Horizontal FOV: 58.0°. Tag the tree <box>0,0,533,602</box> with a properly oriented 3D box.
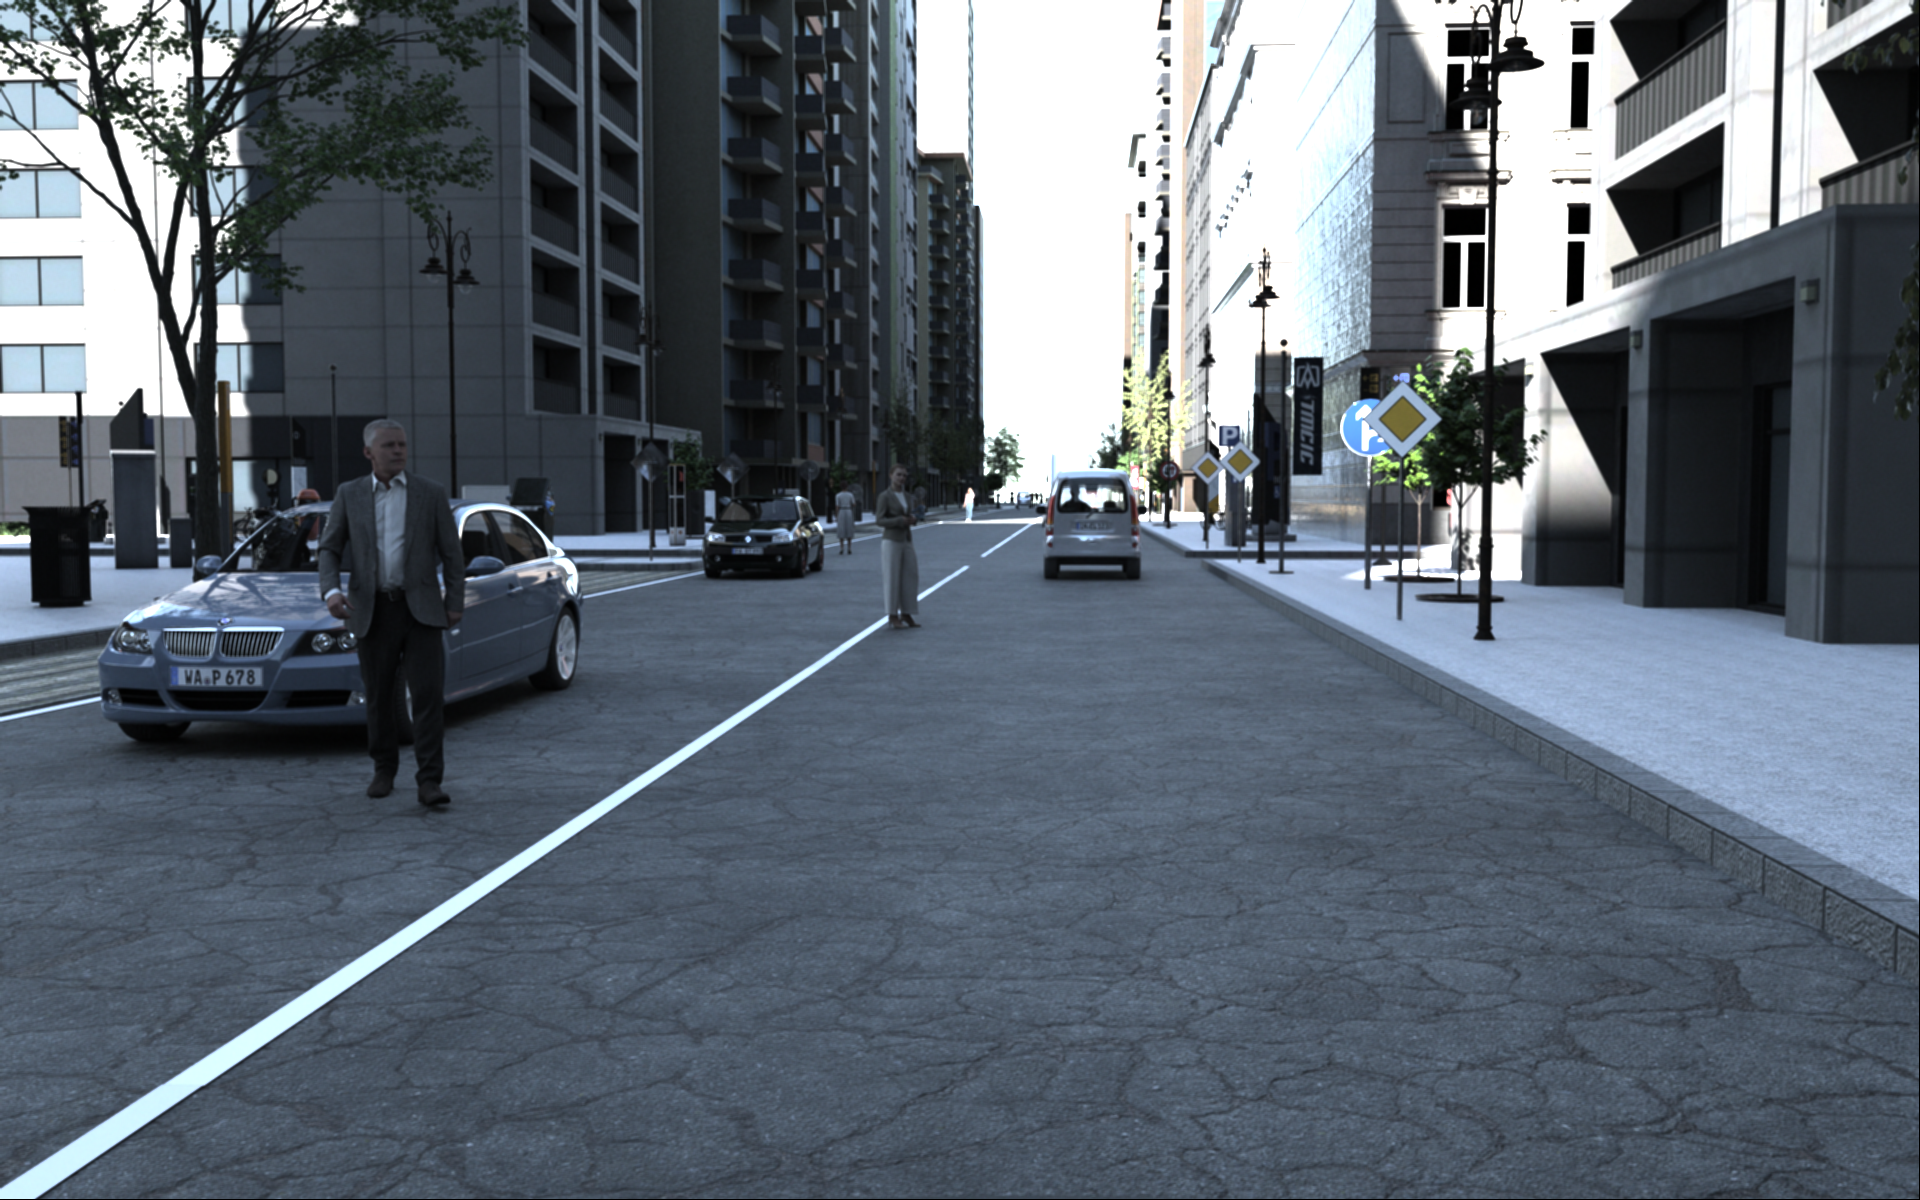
[{"bbox_3d":[-9.136,-5.785,20.345,9.928,11.665,9.643,0,3,0],"label":"tree"}]

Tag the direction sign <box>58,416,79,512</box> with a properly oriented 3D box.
[{"bbox_3d":[-26.057,-3.589,50.685,0.379,3.537,0.876,0,4,6],"label":"direction sign"}]

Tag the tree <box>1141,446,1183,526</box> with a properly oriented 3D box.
[{"bbox_3d":[8.222,-4.648,70.596,1.663,3.219,1.824,0,3,0],"label":"tree"}]

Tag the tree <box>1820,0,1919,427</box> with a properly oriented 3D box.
[{"bbox_3d":[4.460,-3.460,6.940,4.360,8.622,3.978,0,3,0],"label":"tree"}]

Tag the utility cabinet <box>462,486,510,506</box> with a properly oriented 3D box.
[{"bbox_3d":[-12.394,-2.240,45.301,1.173,1.500,0.318,-2,4,-34],"label":"utility cabinet"}]

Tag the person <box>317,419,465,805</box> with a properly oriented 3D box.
[{"bbox_3d":[-2.612,0.053,8.034,0.661,1.777,0.834,-2,4,-26],"label":"person"}]

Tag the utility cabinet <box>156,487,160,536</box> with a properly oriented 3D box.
[{"bbox_3d":[-23.965,-2.551,50.386,1.173,1.500,0.318,-3,4,-36],"label":"utility cabinet"}]

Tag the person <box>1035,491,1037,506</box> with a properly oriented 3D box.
[{"bbox_3d":[9.284,-12.408,211.001,0.705,1.869,1.348,0,4,8],"label":"person"}]

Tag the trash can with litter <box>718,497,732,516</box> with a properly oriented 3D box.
[{"bbox_3d":[-8.859,-3.377,66.598,0.624,1.170,1.055,-3,4,-37],"label":"trash can with litter"}]

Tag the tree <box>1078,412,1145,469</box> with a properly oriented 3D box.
[{"bbox_3d":[17.192,-16.123,198.022,8.767,10.594,7.601,0,4,5],"label":"tree"}]

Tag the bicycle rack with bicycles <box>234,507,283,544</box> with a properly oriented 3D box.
[{"bbox_3d":[-18.426,-1.987,45.866,2.925,0.926,2.852,-1,4,-20],"label":"bicycle rack with bicycles"}]

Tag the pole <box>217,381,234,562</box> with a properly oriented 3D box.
[{"bbox_3d":[-13.284,-2.293,31.338,0.158,3.312,0.155,0,3,0],"label":"pole"}]

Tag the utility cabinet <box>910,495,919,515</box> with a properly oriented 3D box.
[{"bbox_3d":[-2.886,-5.807,106.103,1.020,1.237,0.306,1,4,20],"label":"utility cabinet"}]

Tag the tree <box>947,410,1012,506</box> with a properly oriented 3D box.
[{"bbox_3d":[2.440,-15.809,192.896,7.601,10.594,8.767,1,4,21],"label":"tree"}]

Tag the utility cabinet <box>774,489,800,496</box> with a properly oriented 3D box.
[{"bbox_3d":[-8.082,-4.412,80.807,1.173,1.500,0.318,-1,4,-20],"label":"utility cabinet"}]

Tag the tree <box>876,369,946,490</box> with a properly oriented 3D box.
[{"bbox_3d":[-3.214,-9.267,101.883,4.360,8.622,3.978,0,3,0],"label":"tree"}]

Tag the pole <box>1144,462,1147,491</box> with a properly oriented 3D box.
[{"bbox_3d":[11.921,-7.198,111.536,0.158,3.312,0.155,0,3,0],"label":"pole"}]

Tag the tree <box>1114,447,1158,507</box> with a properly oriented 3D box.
[{"bbox_3d":[12.212,-8.318,119.713,4.285,4.588,4.351,0,3,0],"label":"tree"}]

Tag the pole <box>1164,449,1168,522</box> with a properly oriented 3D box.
[{"bbox_3d":[9.349,-5.178,78.510,0.158,3.312,0.155,0,3,0],"label":"pole"}]

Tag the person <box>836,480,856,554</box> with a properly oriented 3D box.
[{"bbox_3d":[-2.732,-1.972,41.313,0.480,1.755,0.524,-1,4,-10],"label":"person"}]

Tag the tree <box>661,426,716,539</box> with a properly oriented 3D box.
[{"bbox_3d":[-7.877,-3.367,49.656,1.663,3.219,1.824,0,3,0],"label":"tree"}]

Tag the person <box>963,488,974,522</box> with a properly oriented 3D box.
[{"bbox_3d":[0.480,-4.955,90.111,0.593,1.750,0.643,1,4,16],"label":"person"}]

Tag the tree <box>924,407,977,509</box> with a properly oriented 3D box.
[{"bbox_3d":[-1.325,-11.961,145.930,4.737,8.622,4.395,0,3,0],"label":"tree"}]

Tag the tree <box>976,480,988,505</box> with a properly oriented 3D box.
[{"bbox_3d":[3.063,-13.385,213.445,1.663,3.219,1.824,0,3,0],"label":"tree"}]

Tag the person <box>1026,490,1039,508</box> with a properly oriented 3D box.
[{"bbox_3d":[7.278,-10.137,174.205,1.348,1.831,0.705,0,4,3],"label":"person"}]

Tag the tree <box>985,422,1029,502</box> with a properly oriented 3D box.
[{"bbox_3d":[7.277,-21.779,274.210,7.486,12.596,7.792,0,3,0],"label":"tree"}]

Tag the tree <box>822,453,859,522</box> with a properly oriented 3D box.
[{"bbox_3d":[-5.632,-5.236,80.207,1.663,3.219,1.824,0,3,0],"label":"tree"}]

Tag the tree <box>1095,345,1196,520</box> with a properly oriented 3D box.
[{"bbox_3d":[9.621,-8.336,86.658,4.737,8.622,4.395,0,3,0],"label":"tree"}]

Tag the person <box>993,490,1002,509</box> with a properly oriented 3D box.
[{"bbox_3d":[3.618,-9.628,166.001,0.705,1.814,1.350,3,5,41],"label":"person"}]

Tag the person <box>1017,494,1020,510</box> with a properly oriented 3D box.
[{"bbox_3d":[5.378,-8.926,157.663,0.599,1.433,0.991,0,4,-5],"label":"person"}]

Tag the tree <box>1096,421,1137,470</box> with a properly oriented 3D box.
[{"bbox_3d":[15.800,-13.491,170.947,4.360,8.622,3.978,0,3,0],"label":"tree"}]

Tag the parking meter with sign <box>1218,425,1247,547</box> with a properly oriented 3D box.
[{"bbox_3d":[6.807,-2.856,42.954,0.543,3.016,1.738,0,4,-1],"label":"parking meter with sign"}]

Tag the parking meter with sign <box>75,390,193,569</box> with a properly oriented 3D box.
[{"bbox_3d":[-14.204,-2.052,29.812,1.738,3.016,0.543,-2,4,-29],"label":"parking meter with sign"}]

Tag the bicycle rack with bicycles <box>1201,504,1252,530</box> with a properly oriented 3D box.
[{"bbox_3d":[9.855,-2.945,61.534,2.925,0.926,2.852,-1,4,-22],"label":"bicycle rack with bicycles"}]

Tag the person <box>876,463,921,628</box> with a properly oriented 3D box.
[{"bbox_3d":[-0.642,-0.579,18.523,0.362,1.759,0.519,3,5,43],"label":"person"}]

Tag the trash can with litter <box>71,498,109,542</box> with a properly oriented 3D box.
[{"bbox_3d":[-23.162,-2.116,45.980,1.055,1.170,0.624,1,4,15],"label":"trash can with litter"}]

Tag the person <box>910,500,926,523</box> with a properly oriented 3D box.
[{"bbox_3d":[-2.053,-4.393,85.820,1.012,1.151,0.738,-2,4,-26],"label":"person"}]

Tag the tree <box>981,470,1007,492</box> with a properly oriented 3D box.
[{"bbox_3d":[4.431,-14.885,227.077,4.285,4.588,4.351,0,3,0],"label":"tree"}]

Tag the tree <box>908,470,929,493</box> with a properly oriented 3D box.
[{"bbox_3d":[-3.139,-7.958,124.711,1.663,3.219,1.824,0,3,0],"label":"tree"}]

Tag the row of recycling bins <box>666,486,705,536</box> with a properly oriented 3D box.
[{"bbox_3d":[-8.723,-2.944,55.255,1.069,1.692,3.534,-1,4,-16],"label":"row of recycling bins"}]

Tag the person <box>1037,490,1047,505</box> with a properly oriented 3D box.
[{"bbox_3d":[6.811,-8.227,143.797,0.721,1.735,1.217,-3,5,-40],"label":"person"}]

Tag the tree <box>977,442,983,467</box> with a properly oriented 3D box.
[{"bbox_3d":[-0.013,-12.746,158.753,4.737,8.622,4.395,0,3,0],"label":"tree"}]

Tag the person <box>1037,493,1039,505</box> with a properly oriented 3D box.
[{"bbox_3d":[10.081,-13.281,226.090,0.683,1.767,0.568,2,4,26],"label":"person"}]

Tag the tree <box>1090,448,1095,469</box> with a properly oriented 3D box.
[{"bbox_3d":[16.118,-14.140,181.548,4.737,8.622,4.395,0,3,0],"label":"tree"}]

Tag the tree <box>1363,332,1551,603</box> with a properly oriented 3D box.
[{"bbox_3d":[5.920,-1.599,20.746,1.663,3.219,1.824,0,3,0],"label":"tree"}]

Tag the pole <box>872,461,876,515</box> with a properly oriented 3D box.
[{"bbox_3d":[-5.251,-6.842,105.712,0.158,3.312,0.155,0,3,0],"label":"pole"}]
